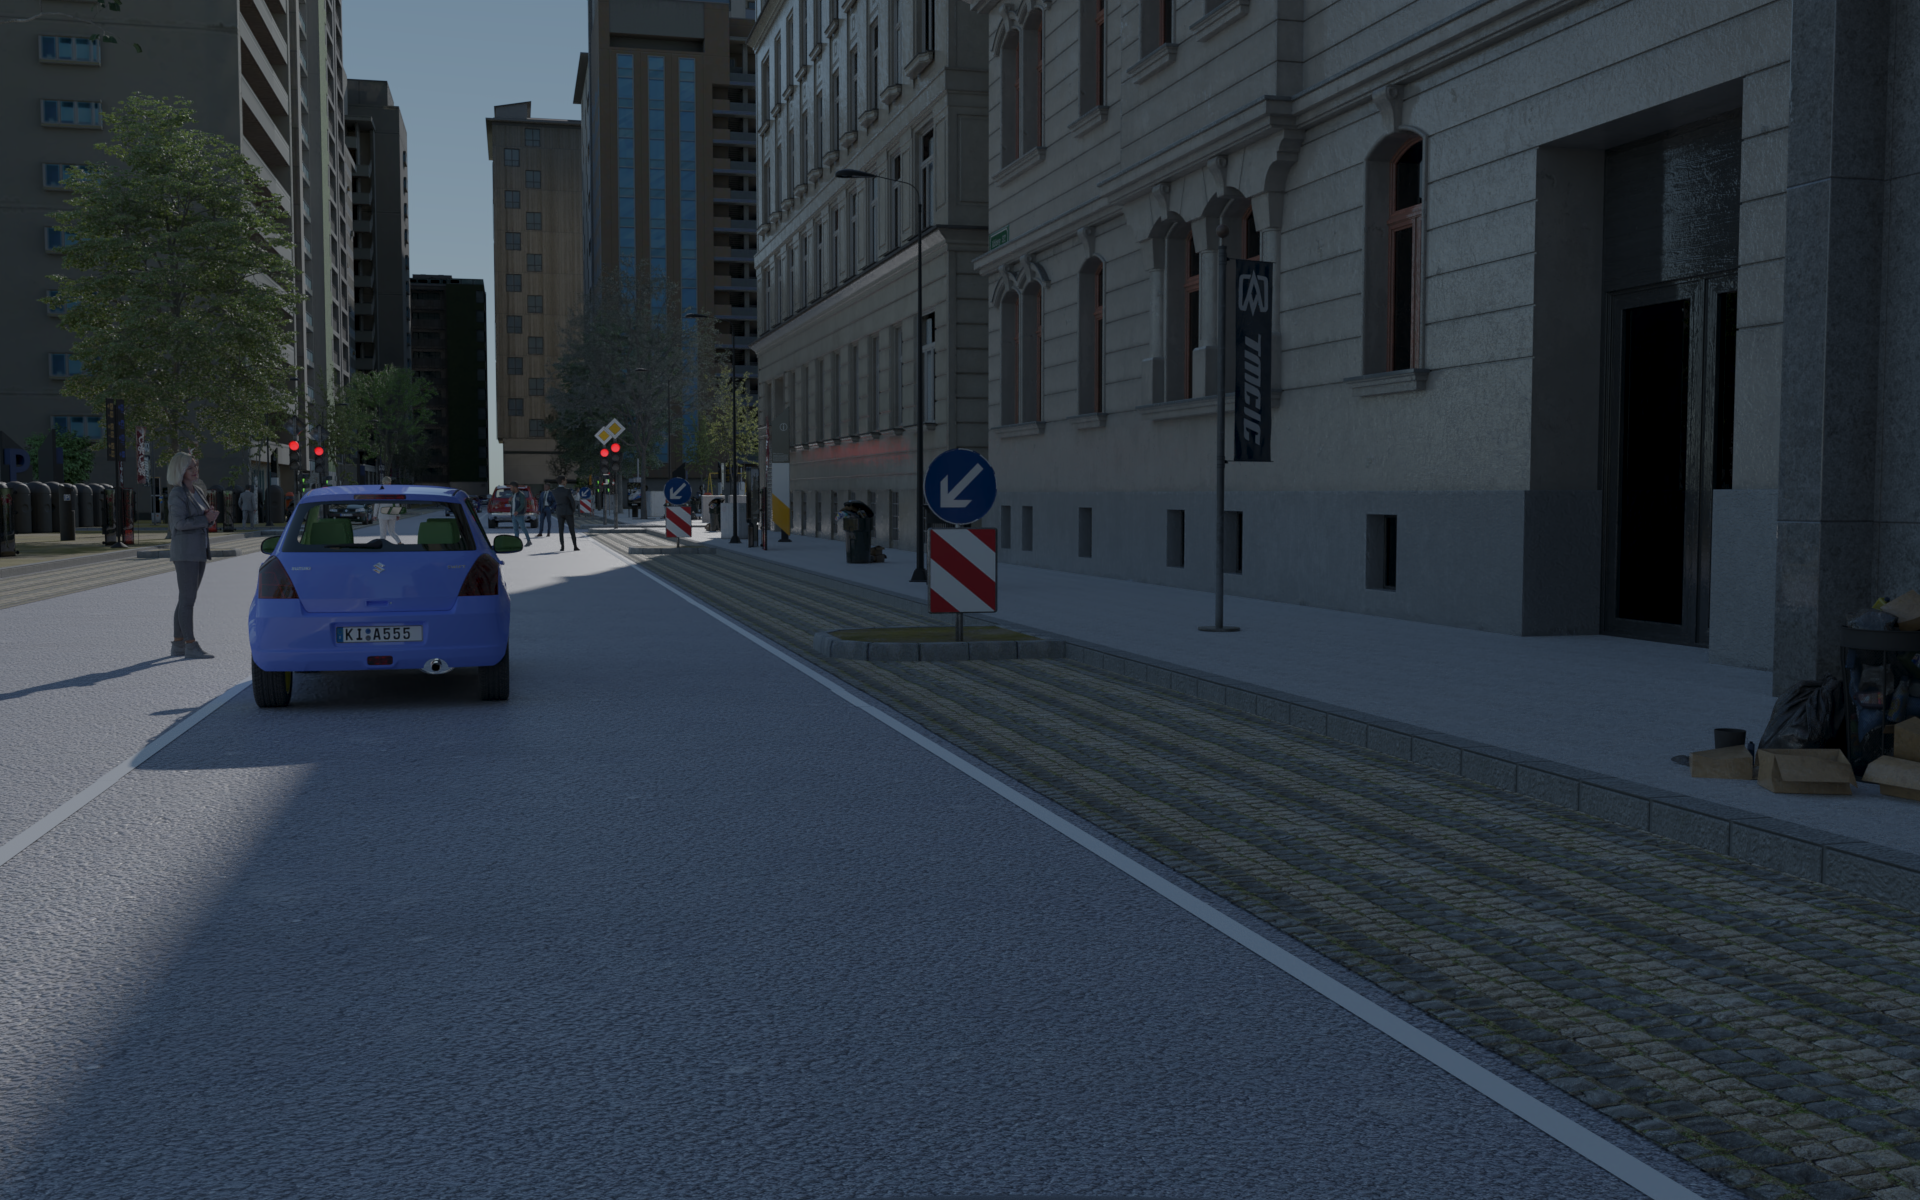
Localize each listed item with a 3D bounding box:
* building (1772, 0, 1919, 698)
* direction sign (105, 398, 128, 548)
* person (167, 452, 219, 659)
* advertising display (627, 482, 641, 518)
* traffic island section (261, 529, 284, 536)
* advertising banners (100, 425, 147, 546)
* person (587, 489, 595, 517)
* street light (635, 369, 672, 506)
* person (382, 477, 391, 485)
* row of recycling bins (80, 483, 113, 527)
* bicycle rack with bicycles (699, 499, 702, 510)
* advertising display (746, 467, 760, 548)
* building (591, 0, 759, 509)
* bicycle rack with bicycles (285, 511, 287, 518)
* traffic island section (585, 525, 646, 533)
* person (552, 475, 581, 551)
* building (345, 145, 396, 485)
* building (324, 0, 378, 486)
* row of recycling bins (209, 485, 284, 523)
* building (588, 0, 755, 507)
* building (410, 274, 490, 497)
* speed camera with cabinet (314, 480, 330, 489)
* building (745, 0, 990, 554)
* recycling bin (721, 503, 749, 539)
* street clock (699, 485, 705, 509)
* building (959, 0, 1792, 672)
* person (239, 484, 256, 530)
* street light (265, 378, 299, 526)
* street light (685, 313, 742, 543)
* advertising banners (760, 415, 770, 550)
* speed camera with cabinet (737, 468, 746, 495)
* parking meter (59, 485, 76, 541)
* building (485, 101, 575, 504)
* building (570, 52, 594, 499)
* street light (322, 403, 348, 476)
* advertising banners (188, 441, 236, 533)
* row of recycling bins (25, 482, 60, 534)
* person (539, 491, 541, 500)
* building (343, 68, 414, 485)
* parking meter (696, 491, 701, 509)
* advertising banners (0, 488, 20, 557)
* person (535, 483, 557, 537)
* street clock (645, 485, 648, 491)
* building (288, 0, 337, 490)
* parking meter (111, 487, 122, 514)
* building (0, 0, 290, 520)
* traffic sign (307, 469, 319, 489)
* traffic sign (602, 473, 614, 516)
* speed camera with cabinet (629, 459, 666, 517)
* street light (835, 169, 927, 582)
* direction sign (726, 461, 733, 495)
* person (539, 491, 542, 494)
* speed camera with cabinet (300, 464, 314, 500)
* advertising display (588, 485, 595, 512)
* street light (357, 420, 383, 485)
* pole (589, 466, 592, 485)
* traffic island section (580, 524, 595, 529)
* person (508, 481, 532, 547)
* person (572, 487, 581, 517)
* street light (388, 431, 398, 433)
[{"bbox_3d":[13.431,-11.258,2.095,12.078,24.808,19.932,-1,4,-14],"label":"building"},{"bbox_3d":[-20.057,-3.010,41.205,0.379,3.537,0.876,0,4,-1],"label":"direction sign"},{"bbox_3d":[-6.740,-0.405,15.300,0.526,1.800,0.537,1,4,9],"label":"person"},{"bbox_3d":[-17.745,-5.464,94.556,0.974,1.923,0.123,2,4,30],"label":"advertising display"},{"bbox_3d":[-23.502,-2.389,61.346,2.009,0.180,2.903,-1,4,-14],"label":"traffic island section"},{"bbox_3d":[-21.051,-2.906,43.701,0.090,3.025,2.074,0,4,5],"label":"advertising banners"},{"bbox_3d":[-20.925,-5.427,98.231,0.512,1.701,0.522,1,4,12],"label":"person"},{"bbox_3d":[-11.338,-5.614,64.332,1.470,5.913,1.316,-1,4,-14],"label":"street light"},{"bbox_3d":[-13.453,-1.984,40.813,0.818,1.842,0.514,2,4,30],"label":"person"},{"bbox_3d":[-34.067,-3.694,67.517,1.069,1.692,3.534,0,4,2],"label":"row of recycling bins"},{"bbox_3d":[-20.658,-7.809,141.063,2.852,0.926,2.925,0,4,-3],"label":"bicycle rack with bicycles"},{"bbox_3d":[-4.997,-2.239,41.821,0.123,1.923,0.974,0,4,6],"label":"advertising display"},{"bbox_3d":[-25.536,-30.916,155.594,14.600,45.320,14.200,-1,4,-14],"label":"building"},{"bbox_3d":[-33.960,-4.313,83.893,2.925,0.926,2.852,0,4,8],"label":"bicycle rack with bicycles"},{"bbox_3d":[-12.709,-2.558,64.105,2.009,0.180,2.903,-1,4,-14],"label":"traffic island section"},{"bbox_3d":[-9.950,-2.192,43.695,0.648,1.900,0.474,0,4,5],"label":"person"},{"bbox_3d":[-72.610,-29.182,169.001,32.217,40.220,23.993,-1,4,-14],"label":"building"},{"bbox_3d":[-61.209,-43.354,147.094,20.563,71.187,20.611,-1,4,-14],"label":"building"},{"bbox_3d":[-31.572,-4.246,76.540,3.534,1.692,1.069,0,4,8],"label":"row of recycling bins"},{"bbox_3d":[-27.167,-38.869,177.509,21.231,58.520,28.212,-1,4,-14],"label":"building"},{"bbox_3d":[-70.227,-28.090,230.977,14.107,30.474,14.160,-1,4,-14],"label":"building"},{"bbox_3d":[-40.041,-7.069,109.910,2.038,3.252,0.660,3,5,44],"label":"speed camera with cabinet"},{"bbox_3d":[3.236,-13.270,50.248,16.112,22.955,30.059,-1,4,-14],"label":"building"},{"bbox_3d":[-6.339,-2.256,49.439,0.722,1.027,0.722,3,4,37],"label":"recycling bin"},{"bbox_3d":[-21.419,-8.523,143.928,0.358,2.002,0.471,2,4,32],"label":"street clock"},{"bbox_3d":[9.207,-14.440,23.481,14.401,28.519,23.554,-1,4,-14],"label":"building"},{"bbox_3d":[-26.173,-3.355,63.632,0.678,1.792,0.850,0,4,-7],"label":"person"},{"bbox_3d":[-27.051,-5.908,69.137,1.470,5.913,1.316,-1,4,-14],"label":"street light"},{"bbox_3d":[-6.380,-4.420,44.809,1.470,5.913,1.316,-1,4,-14],"label":"street light"},{"bbox_3d":[-4.456,-2.651,39.536,0.090,3.025,2.074,-1,4,-10],"label":"advertising banners"},{"bbox_3d":[-16.238,-8.358,130.996,0.660,3.252,2.038,2,4,33],"label":"speed camera with cabinet"},{"bbox_3d":[-24.567,-2.400,47.651,0.372,1.533,0.369,0,3,0],"label":"parking meter"},{"bbox_3d":[-51.570,-39.954,242.485,27.495,52.752,28.713,-1,4,-14],"label":"building"},{"bbox_3d":[-30.776,-37.773,206.825,28.713,52.752,27.495,-1,4,-14],"label":"building"},{"bbox_3d":[-31.995,-7.102,88.663,1.470,5.913,1.316,-1,4,-14],"label":"street light"},{"bbox_3d":[-24.915,-3.758,57.627,0.090,3.025,2.074,1,4,20],"label":"advertising banners"},{"bbox_3d":[-30.606,-3.033,56.710,1.069,1.692,3.534,1,4,10],"label":"row of recycling bins"},{"bbox_3d":[-43.636,-10.425,179.744,0.721,1.735,1.217,0,4,5],"label":"person"},{"bbox_3d":[-74.581,-35.148,198.375,21.600,48.544,21.300,-1,4,-14],"label":"building"},{"bbox_3d":[-22.313,-8.529,147.853,0.372,1.533,0.369,0,3,0],"label":"parking meter"},{"bbox_3d":[-19.543,-2.346,34.543,0.090,3.025,2.074,0,4,8],"label":"advertising banners"},{"bbox_3d":[-13.934,-3.034,58.292,0.721,1.800,0.419,1,4,9],"label":"person"},{"bbox_3d":[-25.980,-8.470,143.047,0.358,2.002,0.471,2,4,31],"label":"street clock"},{"bbox_3d":[-51.129,-26.589,118.325,14.154,41.232,14.086,-1,4,-14],"label":"building"},{"bbox_3d":[-28.293,-3.040,58.117,0.372,1.533,0.369,0,3,0],"label":"parking meter"},{"bbox_3d":[-48.262,-28.655,92.206,21.300,48.544,21.600,-1,4,-14],"label":"building"},{"bbox_3d":[-31.496,-5.182,84.729,0.884,2.594,0.081,-1,4,-8],"label":"traffic sign"},{"bbox_3d":[-20.695,-6.250,102.188,0.884,2.594,0.081,-1,4,-12],"label":"traffic sign"},{"bbox_3d":[-17.558,-6.293,97.219,2.038,3.252,0.660,-3,5,-41],"label":"speed camera with cabinet"},{"bbox_3d":[-1.106,-3.211,25.047,1.470,5.913,1.316,-1,4,-14],"label":"street light"},{"bbox_3d":[-15.460,-7.635,116.832,0.876,3.537,0.379,2,4,33],"label":"direction sign"},{"bbox_3d":[-46.205,-11.163,191.035,1.348,1.821,0.705,0,4,-8],"label":"person"},{"bbox_3d":[-42.794,-7.248,112.847,0.660,3.252,2.038,3,4,38],"label":"speed camera with cabinet"},{"bbox_3d":[-26.011,-7.157,122.230,0.123,1.923,0.974,-2,4,-33],"label":"advertising display"},{"bbox_3d":[-37.111,-8.312,108.438,1.470,5.913,1.316,-1,4,-14],"label":"street light"},{"bbox_3d":[-27.264,-8.190,127.746,0.158,3.312,0.155,0,3,0],"label":"pole"},{"bbox_3d":[-14.698,-3.031,71.840,2.009,0.180,2.903,-1,4,-14],"label":"traffic island section"},{"bbox_3d":[-12.054,-2.348,47.236,0.623,1.781,0.721,2,4,32],"label":"person"},{"bbox_3d":[-21.974,-5.534,99.075,0.850,1.850,0.679,2,4,27],"label":"person"},{"bbox_3d":[-42.304,-9.518,128.166,1.470,5.913,1.316,-1,4,-14],"label":"street light"}]
